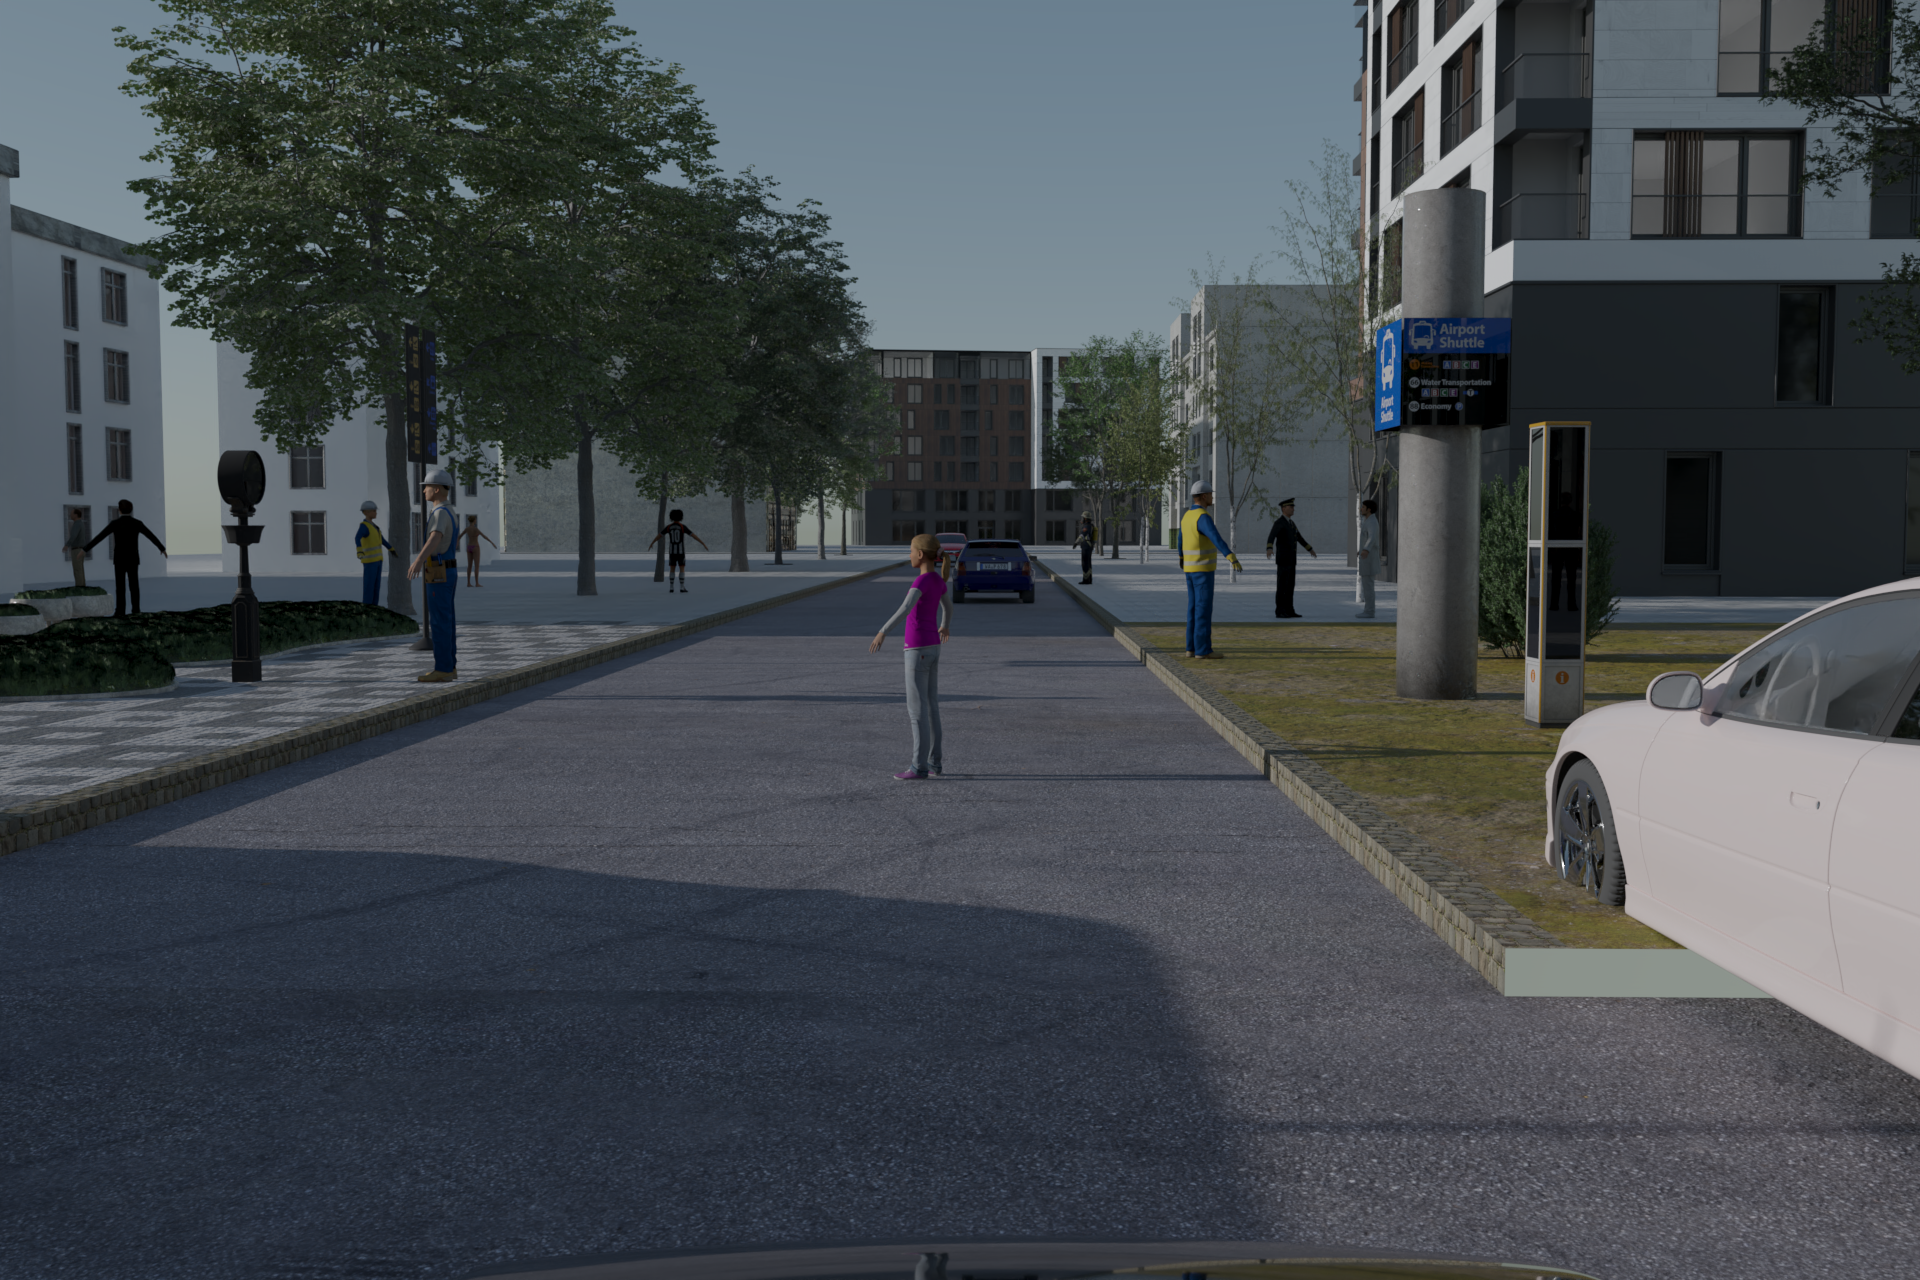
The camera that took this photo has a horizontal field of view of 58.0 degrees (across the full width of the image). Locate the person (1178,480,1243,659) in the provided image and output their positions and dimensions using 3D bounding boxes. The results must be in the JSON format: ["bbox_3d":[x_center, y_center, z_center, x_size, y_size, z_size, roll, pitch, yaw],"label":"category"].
[{"bbox_3d":[2.519,-0.730,17.900,0.705,1.833,1.349,-1,4,-17],"label":"person"}]

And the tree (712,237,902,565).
[{"bbox_3d":[-7.560,-9.875,71.834,12.009,13.543,11.850,0,3,0],"label":"tree"}]

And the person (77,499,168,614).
[{"bbox_3d":[-12.646,-1.227,26.244,0.705,1.806,1.347,3,5,41],"label":"person"}]

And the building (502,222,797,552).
[{"bbox_3d":[-22.577,-18.281,129.823,19.493,23.208,18.063,0,4,1],"label":"building"}]

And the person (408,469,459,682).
[{"bbox_3d":[-4.564,-0.567,15.132,0.705,1.847,1.347,0,4,-6],"label":"person"}]

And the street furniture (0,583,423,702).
[{"bbox_3d":[-9.211,-0.152,18.114,5.734,0.657,10.072,0,4,1],"label":"street furniture"}]

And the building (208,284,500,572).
[{"bbox_3d":[-24.031,-7.967,72.404,9.099,9.664,28.070,0,4,2],"label":"building"}]

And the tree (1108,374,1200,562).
[{"bbox_3d":[8.956,-7.956,80.438,4.737,8.622,4.395,0,3,0],"label":"tree"}]

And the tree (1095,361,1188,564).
[{"bbox_3d":[7.801,-7.582,74.335,4.737,8.622,4.395,0,3,0],"label":"tree"}]

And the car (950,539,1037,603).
[{"bbox_3d":[0.703,-1.506,37.207,1.945,1.354,3.894,0,4,0],"label":"car"}]

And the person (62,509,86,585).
[{"bbox_3d":[-18.101,-1.787,35.481,0.705,1.796,1.348,-1,4,-14],"label":"person"}]

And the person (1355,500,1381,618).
[{"bbox_3d":[6.232,-1.245,26.535,0.705,1.806,1.347,1,4,10],"label":"person"}]

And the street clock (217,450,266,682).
[{"bbox_3d":[-6.204,-0.639,15.011,0.358,2.002,0.471,0,4,1],"label":"street clock"}]

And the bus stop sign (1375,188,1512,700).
[{"bbox_3d":[3.761,-1.501,13.563,0.837,3.901,0.837,0,4,0],"label":"bus stop sign"}]

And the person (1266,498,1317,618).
[{"bbox_3d":[5.017,-1.257,26.480,0.705,1.837,1.347,3,5,42],"label":"person"}]

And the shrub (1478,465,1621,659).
[{"bbox_3d":[5.947,-0.843,17.831,1.661,2.075,1.752,0,3,0],"label":"shrub"}]

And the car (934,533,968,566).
[{"bbox_3d":[-0.428,-4.114,76.297,2.155,1.783,4.494,0,4,2],"label":"car"}]

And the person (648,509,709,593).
[{"bbox_3d":[-6.187,-1.944,37.922,1.345,1.843,0.704,0,4,5],"label":"person"}]

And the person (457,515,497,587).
[{"bbox_3d":[-11.775,-2.157,42.066,1.217,1.733,0.721,1,4,23],"label":"person"}]

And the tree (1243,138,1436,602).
[{"bbox_3d":[7.674,-5.025,32.518,4.360,8.622,3.978,0,3,0],"label":"tree"}]

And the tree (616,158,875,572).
[{"bbox_3d":[-7.551,-9.280,58.380,9.857,13.997,8.962,0,3,0],"label":"tree"}]

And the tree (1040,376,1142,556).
[{"bbox_3d":[7.919,-10.137,100.150,7.601,10.594,8.767,-2,4,-31],"label":"tree"}]

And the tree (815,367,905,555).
[{"bbox_3d":[-6.858,-10.894,103.878,9.928,11.665,9.643,0,3,0],"label":"tree"}]

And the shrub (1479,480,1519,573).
[{"bbox_3d":[7.172,-1.179,23.703,1.690,2.028,1.600,0,3,0],"label":"shrub"}]

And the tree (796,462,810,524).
[{"bbox_3d":[-21.302,-17.811,197.863,9.857,13.997,8.962,0,3,0],"label":"tree"}]

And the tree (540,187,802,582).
[{"bbox_3d":[-7.723,-6.831,46.103,7.601,10.594,8.767,0,4,-8],"label":"tree"}]

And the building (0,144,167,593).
[{"bbox_3d":[-25.098,-5.873,38.171,9.099,9.664,28.070,0,4,2],"label":"building"}]

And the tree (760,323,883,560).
[{"bbox_3d":[-7.219,-10.317,86.805,7.486,12.596,7.792,0,3,0],"label":"tree"}]

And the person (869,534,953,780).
[{"bbox_3d":[-0.269,0.094,10.191,0.599,1.433,0.991,2,4,24],"label":"person"}]

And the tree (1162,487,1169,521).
[{"bbox_3d":[25.381,-15.398,202.118,4.737,8.622,4.395,0,3,0],"label":"tree"}]

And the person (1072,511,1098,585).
[{"bbox_3d":[3.197,-2.339,44.020,0.705,1.856,1.354,2,4,24],"label":"person"}]

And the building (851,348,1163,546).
[{"bbox_3d":[4.332,-21.766,202.311,32.646,21.610,27.936,0,4,-7],"label":"building"}]

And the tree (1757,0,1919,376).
[{"bbox_3d":[14.125,-5.238,20.048,8.767,10.594,7.601,-1,4,-9],"label":"tree"}]

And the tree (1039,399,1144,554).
[{"bbox_3d":[8.841,-10.758,110.302,8.767,10.594,7.601,1,4,15],"label":"tree"}]

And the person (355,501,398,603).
[{"bbox_3d":[-8.574,-1.162,25.456,0.721,1.772,1.216,0,4,6],"label":"person"}]

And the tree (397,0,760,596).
[{"bbox_3d":[-8.230,-7.209,36.000,7.486,12.596,7.792,0,3,0],"label":"tree"}]

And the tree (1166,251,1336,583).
[{"bbox_3d":[7.057,-5.831,45.692,4.360,8.622,3.978,0,3,0],"label":"tree"}]

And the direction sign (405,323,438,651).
[{"bbox_3d":[-5.922,-1.659,19.118,0.379,3.537,0.876,0,4,2],"label":"direction sign"}]

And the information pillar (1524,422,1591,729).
[{"bbox_3d":[3.962,-0.429,11.500,0.304,2.012,0.304,0,4,-1],"label":"information pillar"}]

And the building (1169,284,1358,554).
[{"bbox_3d":[25.847,-16.203,131.383,16.747,18.905,31.486,0,4,1],"label":"building"}]

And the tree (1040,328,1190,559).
[{"bbox_3d":[7.966,-9.959,88.584,9.928,11.665,9.643,0,3,0],"label":"tree"}]

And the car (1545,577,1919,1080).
[{"bbox_3d":[3.133,0.466,4.748,2.083,1.381,4.827,0,4,1],"label":"car"}]

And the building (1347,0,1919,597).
[{"bbox_3d":[25.393,-12.650,50.810,27.936,21.610,32.646,0,4,1],"label":"building"}]

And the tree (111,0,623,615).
[{"bbox_3d":[-9.275,-6.657,26.963,7.486,12.596,7.792,0,3,0],"label":"tree"}]
